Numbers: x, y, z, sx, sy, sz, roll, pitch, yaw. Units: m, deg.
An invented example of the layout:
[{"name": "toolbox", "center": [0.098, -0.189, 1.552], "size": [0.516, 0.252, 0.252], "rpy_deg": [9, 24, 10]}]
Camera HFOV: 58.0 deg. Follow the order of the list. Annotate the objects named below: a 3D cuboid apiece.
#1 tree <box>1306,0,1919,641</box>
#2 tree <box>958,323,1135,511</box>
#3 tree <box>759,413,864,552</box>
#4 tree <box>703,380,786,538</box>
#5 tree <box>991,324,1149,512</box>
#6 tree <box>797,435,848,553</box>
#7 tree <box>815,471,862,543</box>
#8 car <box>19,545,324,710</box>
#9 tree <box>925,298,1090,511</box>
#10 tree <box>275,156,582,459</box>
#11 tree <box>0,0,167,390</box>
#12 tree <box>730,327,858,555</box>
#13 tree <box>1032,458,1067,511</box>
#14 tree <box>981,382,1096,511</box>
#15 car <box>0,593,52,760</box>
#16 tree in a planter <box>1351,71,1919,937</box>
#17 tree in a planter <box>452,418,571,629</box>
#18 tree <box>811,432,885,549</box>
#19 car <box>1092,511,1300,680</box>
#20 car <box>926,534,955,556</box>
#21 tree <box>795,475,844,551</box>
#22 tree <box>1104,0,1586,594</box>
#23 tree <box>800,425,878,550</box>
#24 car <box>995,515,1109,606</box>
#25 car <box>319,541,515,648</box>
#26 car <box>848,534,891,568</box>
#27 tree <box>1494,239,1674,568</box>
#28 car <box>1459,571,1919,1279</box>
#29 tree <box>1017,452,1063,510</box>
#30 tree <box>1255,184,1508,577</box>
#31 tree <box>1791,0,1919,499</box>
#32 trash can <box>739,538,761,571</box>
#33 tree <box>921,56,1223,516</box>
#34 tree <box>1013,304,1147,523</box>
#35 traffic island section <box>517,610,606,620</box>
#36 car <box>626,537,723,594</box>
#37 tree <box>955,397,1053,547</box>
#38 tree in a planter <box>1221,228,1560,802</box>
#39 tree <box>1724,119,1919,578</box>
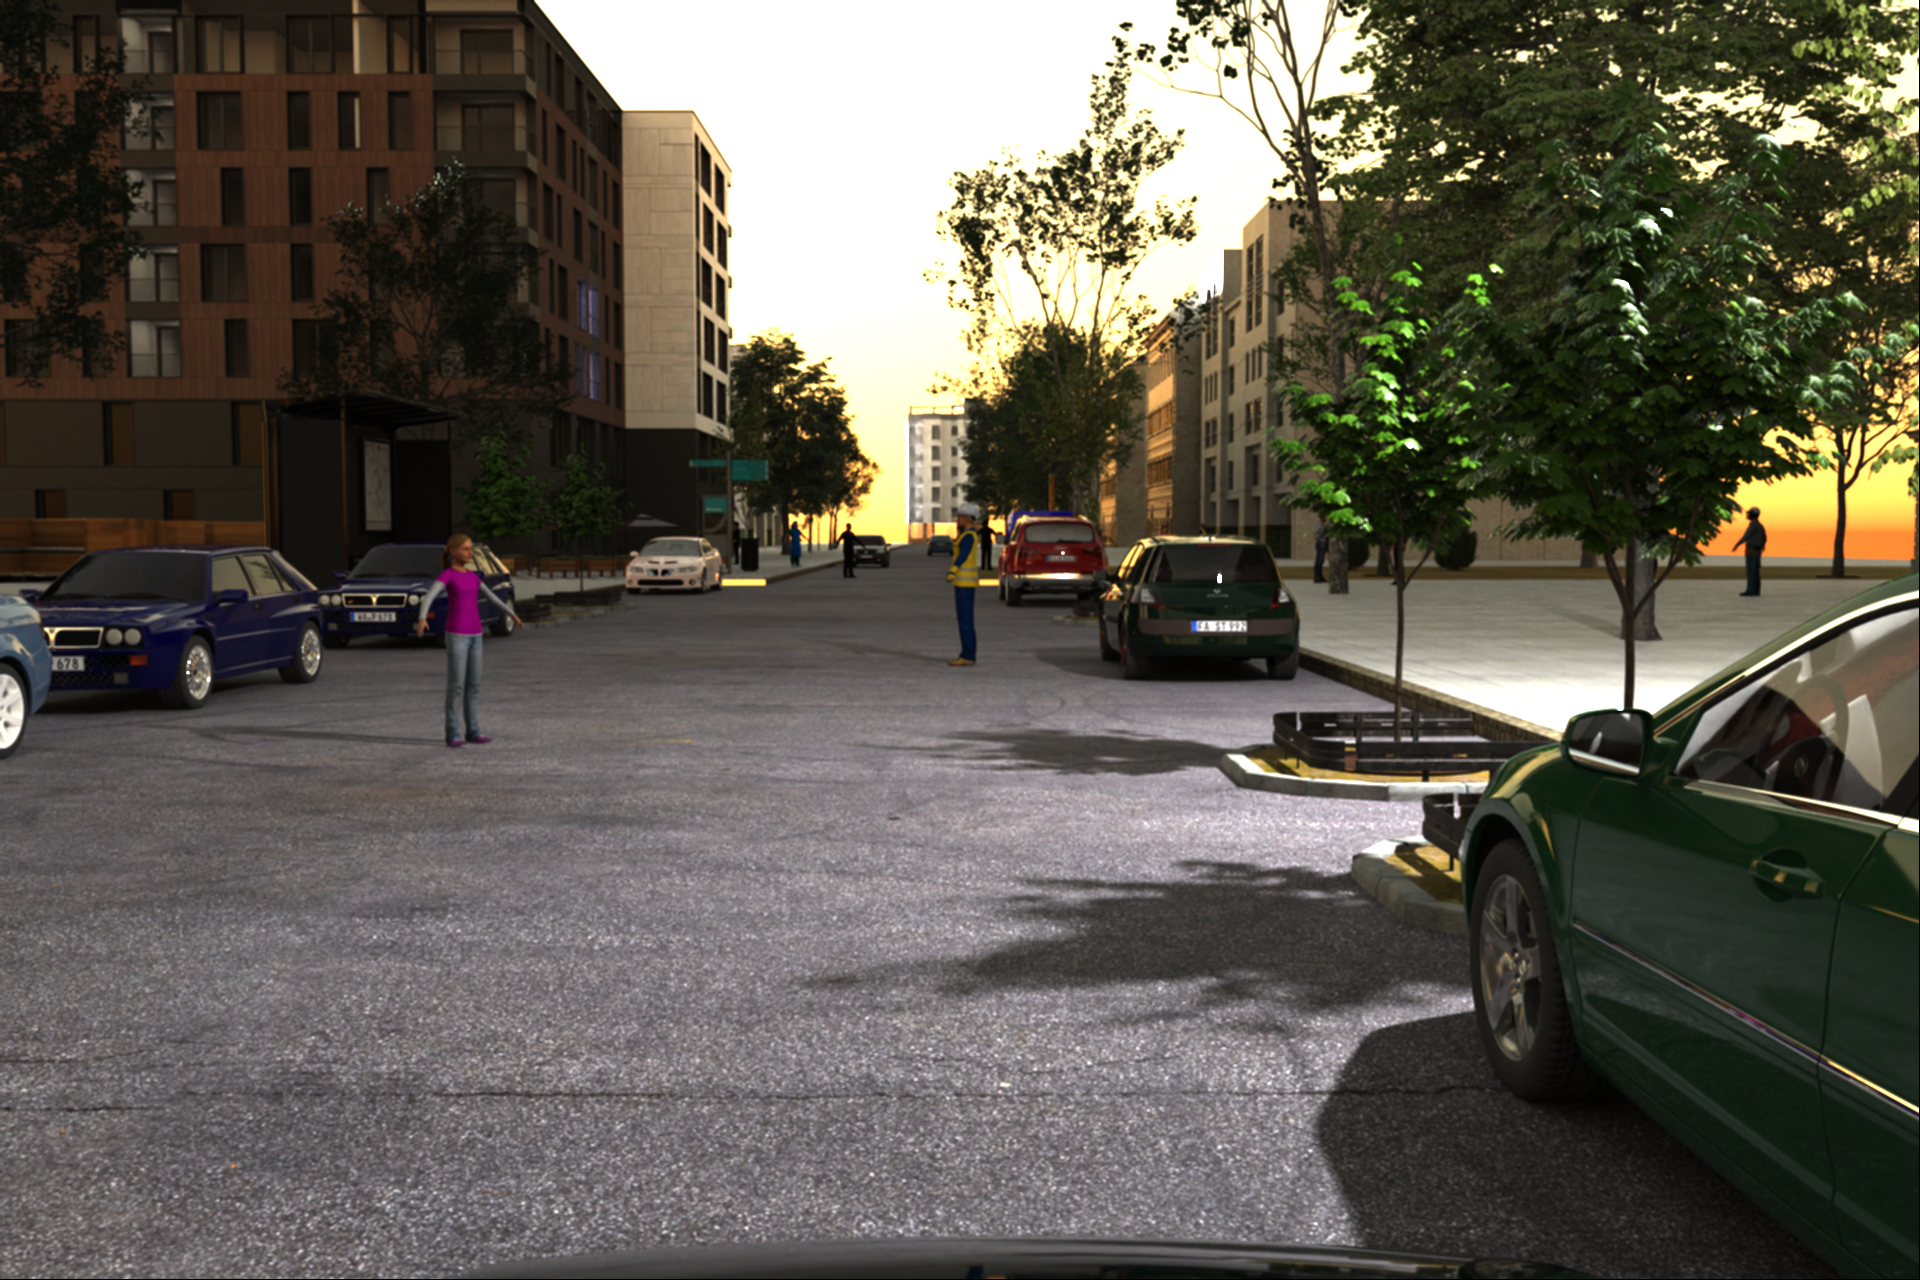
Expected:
[{"name": "tree", "center": [7.840, -6.277, 20.749], "size": [7.486, 12.596, 7.792], "rpy_deg": [0, 3, 0]}, {"name": "tree", "center": [5.106, -11.604, 100.093], "size": [12.009, 13.543, 11.850], "rpy_deg": [0, 3, 0]}, {"name": "tree", "center": [-10.815, -11.555, 123.339], "size": [8.767, 10.594, 7.601], "rpy_deg": [0, 4, 6]}, {"name": "tree", "center": [-10.324, -8.128, 83.257], "size": [4.737, 8.622, 4.395], "rpy_deg": [0, 3, 0]}, {"name": "tree", "center": [5.390, -9.726, 84.778], "size": [9.928, 11.665, 9.643], "rpy_deg": [0, 3, 0]}, {"name": "tree", "center": [-10.166, -10.106, 115.599], "size": [4.360, 8.622, 3.978], "rpy_deg": [0, 3, 0]}, {"name": "tree", "center": [-16.932, -18.677, 239.786], "size": [7.601, 10.594, 8.767], "rpy_deg": [0, 4, -2]}, {"name": "car", "center": [-7.084, -0.170, 15.361], "size": [1.945, 1.354, 3.894], "rpy_deg": [0, 4, 0]}, {"name": "tree", "center": [4.012, -17.354, 139.630], "size": [12.611, 20.169, 13.585], "rpy_deg": [0, 3, 0]}, {"name": "tree", "center": [-12.727, -6.584, 42.060], "size": [7.601, 10.594, 8.767], "rpy_deg": [-3, 4, -37]}, {"name": "tree", "center": [-13.110, -5.260, 20.419], "size": [7.601, 10.594, 8.767], "rpy_deg": [-1, 4, -14]}, {"name": "tree", "center": [-10.642, -12.198, 106.090], "size": [9.857, 13.997, 8.962], "rpy_deg": [0, 3, 0]}, {"name": "tree", "center": [13.415, -19.843, 242.559], "size": [7.486, 12.596, 7.792], "rpy_deg": [0, 3, 0]}, {"name": "tree", "center": [5.028, -11.920, 113.022], "size": [7.486, 12.596, 7.792], "rpy_deg": [0, 3, 0]}, {"name": "car", "center": [-6.934, 0.139, 9.732], "size": [2.014, 1.417, 4.499], "rpy_deg": [0, 3, 0]}, {"name": "tree in a planter", "center": [2.624, -0.582, 6.743], "size": [1.991, 3.239, 1.994], "rpy_deg": [0, 4, 0]}, {"name": "tree in a planter", "center": [-7.172, -1.819, 26.962], "size": [1.991, 3.239, 1.994], "rpy_deg": [0, 4, -1]}, {"name": "tree", "center": [-10.842, -13.099, 148.585], "size": [8.767, 10.594, 7.601], "rpy_deg": [-1, 4, -12]}, {"name": "car", "center": [2.450, -0.526, 18.394], "size": [2.009, 1.686, 4.222], "rpy_deg": [0, 3, 0]}, {"name": "car", "center": [-1.282, -6.348, 115.794], "size": [2.014, 1.417, 4.499], "rpy_deg": [0, 4, 0]}, {"name": "tree", "center": [-10.741, -11.054, 131.094], "size": [4.737, 8.622, 4.395], "rpy_deg": [0, 3, 0]}, {"name": "tree", "center": [8.523, -10.972, 35.282], "size": [12.611, 20.169, 13.585], "rpy_deg": [0, 3, 0]}, {"name": "tree", "center": [-10.410, -12.408, 137.290], "size": [8.767, 10.594, 7.601], "rpy_deg": [1, 4, 8]}, {"name": "car", "center": [1.889, -1.671, 35.988], "size": [2.281, 1.827, 5.304], "rpy_deg": [0, 4, -1]}, {"name": "car", "center": [-7.145, -0.634, 22.954], "size": [1.945, 1.354, 3.894], "rpy_deg": [0, 4, 0]}, {"name": "car", "center": [-3.951, -3.979, 74.837], "size": [2.009, 1.686, 4.222], "rpy_deg": [0, 4, 0]}, {"name": "tree", "center": [24.138, -9.765, 66.313], "size": [9.857, 13.997, 8.962], "rpy_deg": [0, 3, 0]}, {"name": "car", "center": [2.327, 0.537, 3.017], "size": [2.131, 1.459, 4.920], "rpy_deg": [0, 4, -1]}, {"name": "tree", "center": [5.438, -10.733, 125.841], "size": [4.737, 8.622, 4.395], "rpy_deg": [0, 3, 0]}, {"name": "tree", "center": [12.793, -7.729, 52.120], "size": [9.928, 11.665, 9.643], "rpy_deg": [0, 3, 0]}, {"name": "tree", "center": [8.278, -3.832, 13.023], "size": [4.737, 8.622, 4.395], "rpy_deg": [0, 3, 0]}, {"name": "trash can", "center": [-7.251, -2.940, 59.724], "size": [0.748, 1.137, 0.748], "rpy_deg": [0, 3, 0]}, {"name": "tree", "center": [4.694, -13.158, 71.015], "size": [12.611, 20.169, 13.585], "rpy_deg": [0, 3, 0]}, {"name": "tree", "center": [3.942, -6.384, 54.740], "size": [4.737, 8.622, 4.395], "rpy_deg": [0, 3, 0]}, {"name": "traffic island section", "center": [-7.190, -0.426, 29.834], "size": [1.991, 0.108, 1.994], "rpy_deg": [0, 4, 0]}, {"name": "car", "center": [-7.017, -1.866, 42.872], "size": [2.083, 1.381, 4.827], "rpy_deg": [0, 4, 0]}, {"name": "tree", "center": [4.262, -15.195, 155.087], "size": [9.857, 13.997, 8.962], "rpy_deg": [0, 3, 0]}, {"name": "tree in a planter", "center": [2.598, -0.792, 10.168], "size": [1.991, 3.239, 1.994], "rpy_deg": [0, 3, 0]}, {"name": "tree", "center": [25.966, -8.571, 50.498], "size": [12.009, 13.543, 11.850], "rpy_deg": [0, 3, 0]}]
